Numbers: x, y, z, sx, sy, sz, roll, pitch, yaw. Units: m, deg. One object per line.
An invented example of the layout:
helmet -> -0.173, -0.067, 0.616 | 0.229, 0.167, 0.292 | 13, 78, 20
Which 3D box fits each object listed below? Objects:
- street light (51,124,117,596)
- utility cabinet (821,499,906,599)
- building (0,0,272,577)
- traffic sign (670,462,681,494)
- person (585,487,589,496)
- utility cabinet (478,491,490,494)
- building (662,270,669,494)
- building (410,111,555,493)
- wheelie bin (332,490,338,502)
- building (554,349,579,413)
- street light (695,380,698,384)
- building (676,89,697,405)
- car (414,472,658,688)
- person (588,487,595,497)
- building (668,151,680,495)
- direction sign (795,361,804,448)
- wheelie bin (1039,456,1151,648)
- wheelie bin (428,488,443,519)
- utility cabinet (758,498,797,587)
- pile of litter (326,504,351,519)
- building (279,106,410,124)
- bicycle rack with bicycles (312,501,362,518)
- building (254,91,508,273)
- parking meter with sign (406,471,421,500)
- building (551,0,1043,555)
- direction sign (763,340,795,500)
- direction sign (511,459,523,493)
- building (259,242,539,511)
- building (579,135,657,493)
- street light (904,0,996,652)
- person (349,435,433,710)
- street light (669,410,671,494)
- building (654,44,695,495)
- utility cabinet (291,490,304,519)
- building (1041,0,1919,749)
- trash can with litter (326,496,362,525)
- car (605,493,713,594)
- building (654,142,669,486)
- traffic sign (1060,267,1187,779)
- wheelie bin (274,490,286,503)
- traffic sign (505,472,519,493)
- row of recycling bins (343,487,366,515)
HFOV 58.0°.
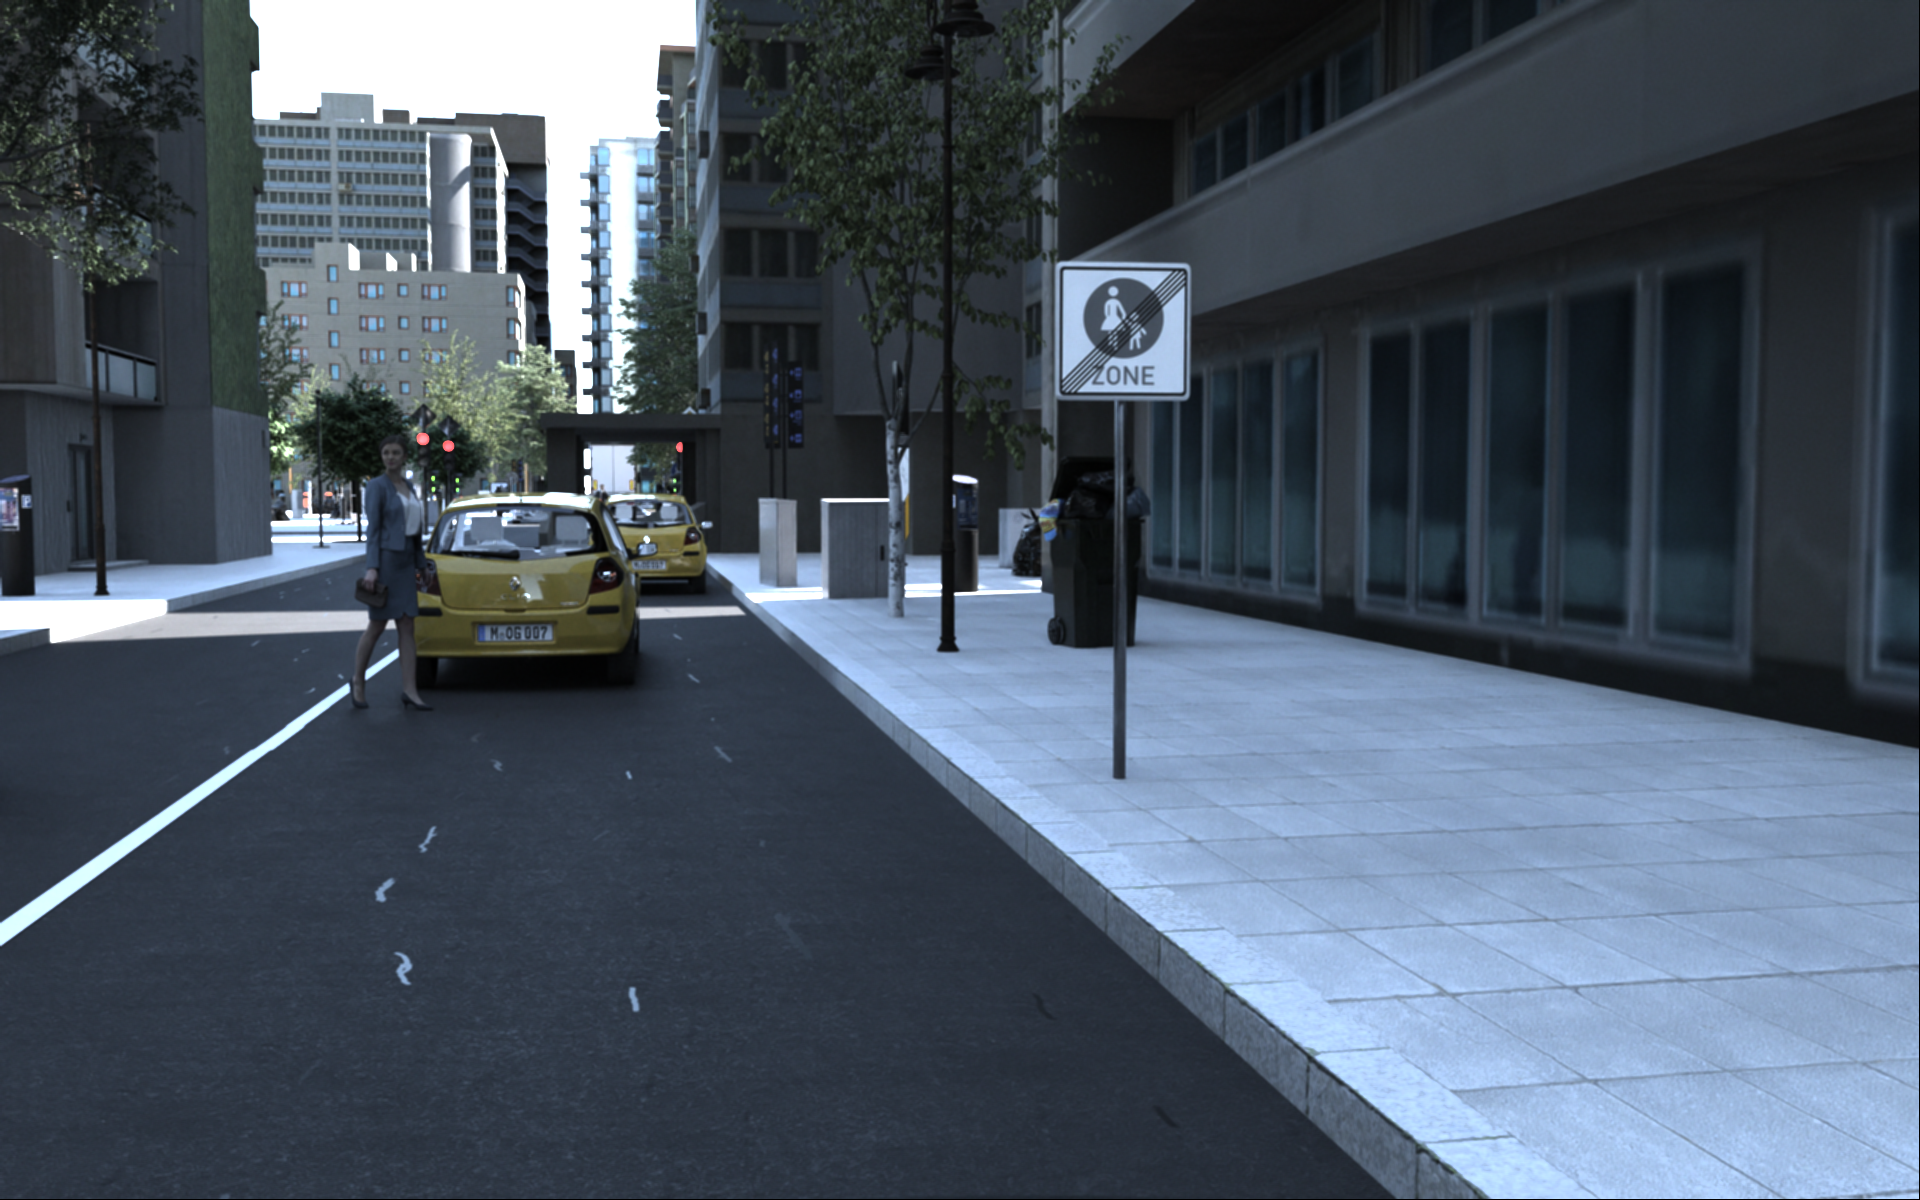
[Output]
street light -> -10.888, -2.997, 21.797 | 0.468, 5.910, 1.993 | -1, 4, -11
utility cabinet -> -1.193, -0.629, 21.454 | 1.020, 1.237, 0.306 | -2, 4, -25
building -> -20.148, -21.027, 27.391 | 14.154, 41.232, 14.086 | -1, 4, -11
traffic sign -> -10.900, -4.127, 67.589 | 0.768, 2.556, 0.104 | 0, 4, -8
person -> -15.415, -3.843, 72.002 | 0.598, 1.740, 0.731 | 1, 4, 18
utility cabinet -> -31.686, -6.564, 115.999 | 1.173, 1.500, 0.318 | 2, 4, 28
building -> -25.803, -25.651, 191.101 | 14.160, 30.474, 14.107 | -1, 4, -11
building -> -54.389, -33.603, 199.522 | 14.200, 45.320, 14.600 | -1, 4, -11
wheelie bin -> -46.787, -7.485, 130.286 | 0.693, 1.594, 0.980 | 1, 4, 16
building -> -65.451, -23.479, 228.919 | 28.899, 21.520, 27.650 | -1, 4, -11
street light -> -8.151, -5.028, 54.988 | 0.468, 5.910, 1.993 | -1, 4, -11
building -> -13.257, -21.804, 128.191 | 14.160, 30.474, 14.107 | -1, 4, -11
car -> -3.522, -0.251, 14.322 | 2.015, 1.641, 3.980 | -1, 4, -10
person -> -19.070, -4.921, 89.305 | 0.599, 1.781, 0.374 | 0, 4, -5
building -> -17.422, -23.055, 148.653 | 14.160, 30.474, 14.107 | -1, 4, -11
direction sign -> -3.008, -2.308, 29.726 | 0.876, 3.537, 0.379 | 3, 4, 37
wheelie bin -> 1.176, -0.412, 14.649 | 0.980, 1.594, 0.693 | -1, 4, -20
wheelie bin -> -25.261, -4.617, 83.390 | 0.693, 1.594, 0.980 | -2, 4, -31
utility cabinet -> -2.556, -0.807, 24.350 | 0.306, 1.237, 1.020 | -1, 4, -21
pile of litter -> -32.018, -4.652, 90.027 | 1.719, 0.858, 1.176 | -1, 4, -17
building -> -68.625, -33.435, 196.779 | 14.200, 45.320, 14.600 | -1, 4, -11
bicycle rack with bicycles -> -33.249, -4.875, 93.087 | 2.852, 0.926, 2.925 | 2, 4, 32
building -> -58.208, -29.375, 172.161 | 32.217, 40.220, 23.993 | -1, 4, -11
parking meter with sign -> -41.468, -8.313, 132.185 | 0.543, 3.016, 1.738 | 1, 4, 17
building -> 5.901, -21.535, 43.975 | 32.217, 40.220, 23.993 | -1, 4, -11
direction sign -> -2.820, -2.078, 25.971 | 0.379, 3.537, 0.876 | -1, 4, -20
direction sign -> -29.063, -7.441, 113.665 | 0.379, 3.537, 0.876 | 3, 4, 37
building -> -50.825, -18.485, 147.274 | 27.650, 21.520, 28.899 | -1, 4, -11
building -> -35.231, -37.480, 232.412 | 30.456, 49.044, 23.786 | -1, 4, -11
street light -> -0.098, -2.519, 13.967 | 0.468, 5.910, 1.993 | -1, 4, -11
person -> -3.796, -0.184, 11.540 | 0.654, 1.822, 0.581 | 3, 4, 37
street light -> -15.943, -7.495, 95.337 | 0.468, 5.910, 1.993 | -1, 4, -11
building -> -18.518, -31.535, 170.229 | 22.147, 44.769, 28.867 | -1, 4, -11
utility cabinet -> -33.963, -4.901, 88.809 | 0.318, 1.500, 1.173 | 0, 4, -7
building -> 13.526, -23.813, 13.051 | 21.300, 48.544, 21.600 | -1, 4, -11
trash can with litter -> -25.963, -3.766, 72.624 | 1.678, 1.210, 2.233 | -1, 4, -20
car -> -4.737, -0.978, 26.210 | 2.015, 1.641, 3.980 | -1, 4, -10
building -> -28.954, -31.891, 205.019 | 14.154, 41.232, 14.086 | -1, 4, -11
traffic sign -> 0.718, -0.343, 7.746 | 0.606, 2.300, 0.079 | 0, 4, -7
wheelie bin -> -51.016, -7.460, 129.871 | 0.980, 1.594, 0.693 | 1, 4, 9
traffic sign -> -25.290, -5.974, 97.776 | 0.768, 2.556, 0.104 | 0, 4, -5
row of recycling bins -> -37.542, -6.240, 109.140 | 1.069, 1.692, 3.534 | 1, 4, 16
